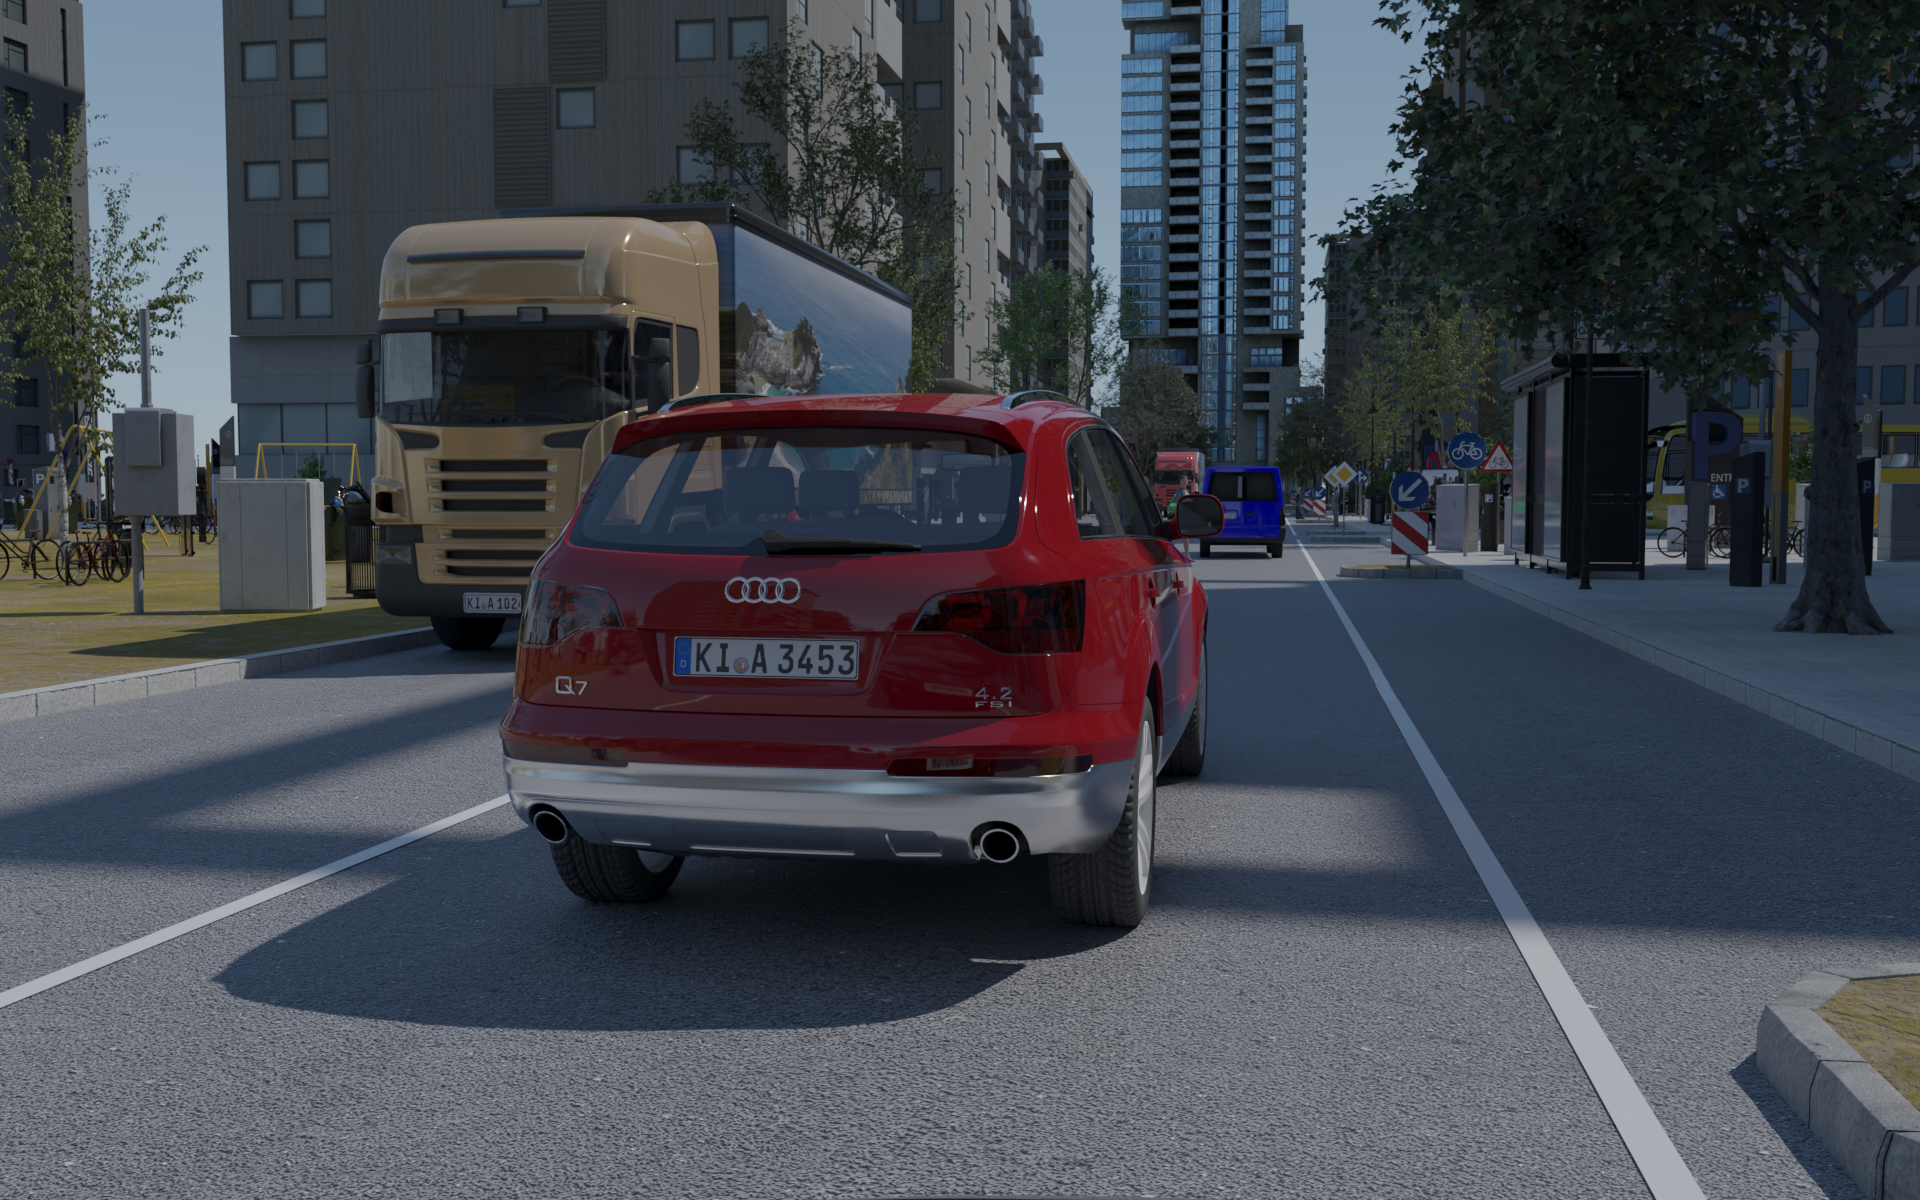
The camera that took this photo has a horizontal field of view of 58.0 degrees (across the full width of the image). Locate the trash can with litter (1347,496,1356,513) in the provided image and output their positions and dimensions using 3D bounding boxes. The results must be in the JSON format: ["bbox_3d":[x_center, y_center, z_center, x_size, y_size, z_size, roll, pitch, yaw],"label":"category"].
[{"bbox_3d":[26.456,-6.413,116.234,0.624,1.170,1.055,-3,4,-36],"label":"trash can with litter"}]

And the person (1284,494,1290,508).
[{"bbox_3d":[34.300,-10.696,183.477,1.348,1.812,0.705,0,4,5],"label":"person"}]

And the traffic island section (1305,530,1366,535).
[{"bbox_3d":[13.143,-2.352,60.732,2.009,0.180,2.903,1,4,10],"label":"traffic island section"}]

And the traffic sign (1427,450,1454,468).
[{"bbox_3d":[14.037,-3.090,50.632,0.768,2.556,0.104,1,4,14],"label":"traffic sign"}]

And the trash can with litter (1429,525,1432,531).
[{"bbox_3d":[16.461,-3.013,60.318,1.678,1.210,2.233,2,4,32],"label":"trash can with litter"}]

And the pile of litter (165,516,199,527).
[{"bbox_3d":[-30.890,-3.349,68.724,1.176,0.858,1.719,2,4,29],"label":"pile of litter"}]

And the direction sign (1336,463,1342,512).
[{"bbox_3d":[27.823,-8.242,126.752,0.379,3.537,0.876,-2,4,-33],"label":"direction sign"}]

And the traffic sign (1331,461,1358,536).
[{"bbox_3d":[11.705,-3.007,52.799,0.795,2.450,0.064,1,4,10],"label":"traffic sign"}]

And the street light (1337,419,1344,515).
[{"bbox_3d":[22.946,-8.054,104.475,0.468,5.910,1.993,1,4,10],"label":"street light"}]

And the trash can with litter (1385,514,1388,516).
[{"bbox_3d":[24.615,-5.485,100.731,2.233,1.210,1.678,0,4,0],"label":"trash can with litter"}]

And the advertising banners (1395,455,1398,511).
[{"bbox_3d":[19.289,-4.913,76.510,0.090,3.025,2.074,1,4,17],"label":"advertising banners"}]

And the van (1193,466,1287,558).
[{"bbox_3d":[6.567,-2.216,40.610,2.240,2.365,5.245,1,4,8],"label":"van"}]

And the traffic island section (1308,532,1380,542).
[{"bbox_3d":[11.730,-1.871,52.872,2.009,0.180,2.903,1,4,10],"label":"traffic island section"}]

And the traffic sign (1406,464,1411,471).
[{"bbox_3d":[19.429,-4.585,74.973,0.884,2.594,0.081,1,4,11],"label":"traffic sign"}]

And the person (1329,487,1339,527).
[{"bbox_3d":[16.289,-4.089,75.532,0.466,1.800,0.511,-1,4,-13],"label":"person"}]

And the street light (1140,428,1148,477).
[{"bbox_3d":[12.753,-9.036,120.520,0.468,5.910,1.993,1,4,10],"label":"street light"}]

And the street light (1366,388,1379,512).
[{"bbox_3d":[17.968,-6.281,75.489,0.468,5.910,1.993,1,4,10],"label":"street light"}]

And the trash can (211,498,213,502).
[{"bbox_3d":[-46.654,-5.877,107.747,0.748,1.137,0.748,0,3,0],"label":"trash can"}]

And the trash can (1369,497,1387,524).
[{"bbox_3d":[17.736,-3.784,73.524,0.748,1.137,0.748,0,3,0],"label":"trash can"}]

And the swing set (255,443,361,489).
[{"bbox_3d":[-20.143,-3.441,53.880,3.119,2.851,2.862,0,4,-8],"label":"swing set"}]

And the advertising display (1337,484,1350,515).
[{"bbox_3d":[24.026,-6.328,108.681,0.123,1.923,0.974,-3,5,-43],"label":"advertising display"}]

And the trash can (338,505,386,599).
[{"bbox_3d":[-7.274,-0.596,21.393,0.748,1.137,0.748,0,3,0],"label":"trash can"}]

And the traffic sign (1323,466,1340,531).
[{"bbox_3d":[13.118,-3.487,60.659,0.795,2.450,0.064,1,4,10],"label":"traffic sign"}]

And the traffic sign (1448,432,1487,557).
[{"bbox_3d":[10.349,-2.159,35.399,0.768,2.556,0.104,1,4,17],"label":"traffic sign"}]

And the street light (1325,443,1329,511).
[{"bbox_3d":[28.201,-9.795,132.941,0.468,5.910,1.993,1,4,10],"label":"street light"}]

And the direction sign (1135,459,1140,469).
[{"bbox_3d":[11.413,-7.439,113.627,0.876,3.537,0.379,3,4,38],"label":"direction sign"}]

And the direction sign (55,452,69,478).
[{"bbox_3d":[-43.362,-5.608,83.683,0.379,3.537,0.876,0,4,8],"label":"direction sign"}]

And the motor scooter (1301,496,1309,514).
[{"bbox_3d":[25.427,-7.003,127.272,0.815,1.314,1.986,1,4,12],"label":"motor scooter"}]

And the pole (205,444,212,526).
[{"bbox_3d":[-30.632,-4.694,70.594,0.158,3.312,0.155,0,3,0],"label":"pole"}]

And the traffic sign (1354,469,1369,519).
[{"bbox_3d":[20.399,-5.385,88.145,0.768,2.556,0.104,1,4,17],"label":"traffic sign"}]

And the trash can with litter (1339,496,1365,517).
[{"bbox_3d":[22.712,-5.375,98.945,2.233,1.210,1.678,0,4,-3],"label":"trash can with litter"}]

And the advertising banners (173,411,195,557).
[{"bbox_3d":[-16.229,-2.444,36.152,0.090,3.025,2.074,-2,4,-33],"label":"advertising banners"}]

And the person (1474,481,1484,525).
[{"bbox_3d":[16.400,-2.853,55.051,0.656,1.842,0.836,1,4,19],"label":"person"}]

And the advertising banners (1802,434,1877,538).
[{"bbox_3d":[25.118,-3.261,49.513,2.074,3.025,0.090,3,5,43],"label":"advertising banners"}]

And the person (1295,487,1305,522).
[{"bbox_3d":[17.443,-4.900,89.039,0.534,1.772,0.576,-1,4,-16],"label":"person"}]

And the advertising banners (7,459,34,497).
[{"bbox_3d":[-46.881,-5.524,86.512,2.074,3.025,0.090,2,4,27],"label":"advertising banners"}]

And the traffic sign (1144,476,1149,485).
[{"bbox_3d":[12.948,-7.463,122.125,0.768,2.556,0.104,1,4,17],"label":"traffic sign"}]

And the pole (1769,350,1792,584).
[{"bbox_3d":[11.699,-1.886,24.678,0.158,3.312,0.155,0,3,0],"label":"pole"}]

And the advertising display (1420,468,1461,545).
[{"bbox_3d":[11.962,-2.322,43.182,0.974,1.923,0.123,1,4,23],"label":"advertising display"}]

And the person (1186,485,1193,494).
[{"bbox_3d":[9.254,-3.716,69.604,0.721,1.781,0.623,-2,4,-25],"label":"person"}]

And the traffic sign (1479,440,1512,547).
[{"bbox_3d":[12.965,-2.552,41.730,0.884,2.594,0.081,1,4,16],"label":"traffic sign"}]

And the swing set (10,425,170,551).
[{"bbox_3d":[-20.392,-2.637,40.729,2.862,2.851,3.119,-1,4,-15],"label":"swing set"}]

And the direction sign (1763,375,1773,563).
[{"bbox_3d":[15.031,-2.458,32.193,0.379,3.537,0.876,1,4,23],"label":"direction sign"}]

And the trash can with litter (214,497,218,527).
[{"bbox_3d":[-28.991,-3.476,68.226,0.624,1.170,1.055,-2,4,-34],"label":"trash can with litter"}]

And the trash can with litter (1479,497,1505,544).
[{"bbox_3d":[13.962,-2.019,44.402,1.055,1.170,0.624,-2,4,-26],"label":"trash can with litter"}]

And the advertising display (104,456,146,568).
[{"bbox_3d":[-14.512,-1.524,30.128,0.123,1.923,0.974,0,4,7],"label":"advertising display"}]

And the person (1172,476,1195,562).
[{"bbox_3d":[4.689,-1.723,36.694,0.581,1.822,0.654,-3,5,-39],"label":"person"}]

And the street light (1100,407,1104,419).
[{"bbox_3d":[7.523,-7.272,91.682,0.468,5.910,1.993,1,4,10],"label":"street light"}]
